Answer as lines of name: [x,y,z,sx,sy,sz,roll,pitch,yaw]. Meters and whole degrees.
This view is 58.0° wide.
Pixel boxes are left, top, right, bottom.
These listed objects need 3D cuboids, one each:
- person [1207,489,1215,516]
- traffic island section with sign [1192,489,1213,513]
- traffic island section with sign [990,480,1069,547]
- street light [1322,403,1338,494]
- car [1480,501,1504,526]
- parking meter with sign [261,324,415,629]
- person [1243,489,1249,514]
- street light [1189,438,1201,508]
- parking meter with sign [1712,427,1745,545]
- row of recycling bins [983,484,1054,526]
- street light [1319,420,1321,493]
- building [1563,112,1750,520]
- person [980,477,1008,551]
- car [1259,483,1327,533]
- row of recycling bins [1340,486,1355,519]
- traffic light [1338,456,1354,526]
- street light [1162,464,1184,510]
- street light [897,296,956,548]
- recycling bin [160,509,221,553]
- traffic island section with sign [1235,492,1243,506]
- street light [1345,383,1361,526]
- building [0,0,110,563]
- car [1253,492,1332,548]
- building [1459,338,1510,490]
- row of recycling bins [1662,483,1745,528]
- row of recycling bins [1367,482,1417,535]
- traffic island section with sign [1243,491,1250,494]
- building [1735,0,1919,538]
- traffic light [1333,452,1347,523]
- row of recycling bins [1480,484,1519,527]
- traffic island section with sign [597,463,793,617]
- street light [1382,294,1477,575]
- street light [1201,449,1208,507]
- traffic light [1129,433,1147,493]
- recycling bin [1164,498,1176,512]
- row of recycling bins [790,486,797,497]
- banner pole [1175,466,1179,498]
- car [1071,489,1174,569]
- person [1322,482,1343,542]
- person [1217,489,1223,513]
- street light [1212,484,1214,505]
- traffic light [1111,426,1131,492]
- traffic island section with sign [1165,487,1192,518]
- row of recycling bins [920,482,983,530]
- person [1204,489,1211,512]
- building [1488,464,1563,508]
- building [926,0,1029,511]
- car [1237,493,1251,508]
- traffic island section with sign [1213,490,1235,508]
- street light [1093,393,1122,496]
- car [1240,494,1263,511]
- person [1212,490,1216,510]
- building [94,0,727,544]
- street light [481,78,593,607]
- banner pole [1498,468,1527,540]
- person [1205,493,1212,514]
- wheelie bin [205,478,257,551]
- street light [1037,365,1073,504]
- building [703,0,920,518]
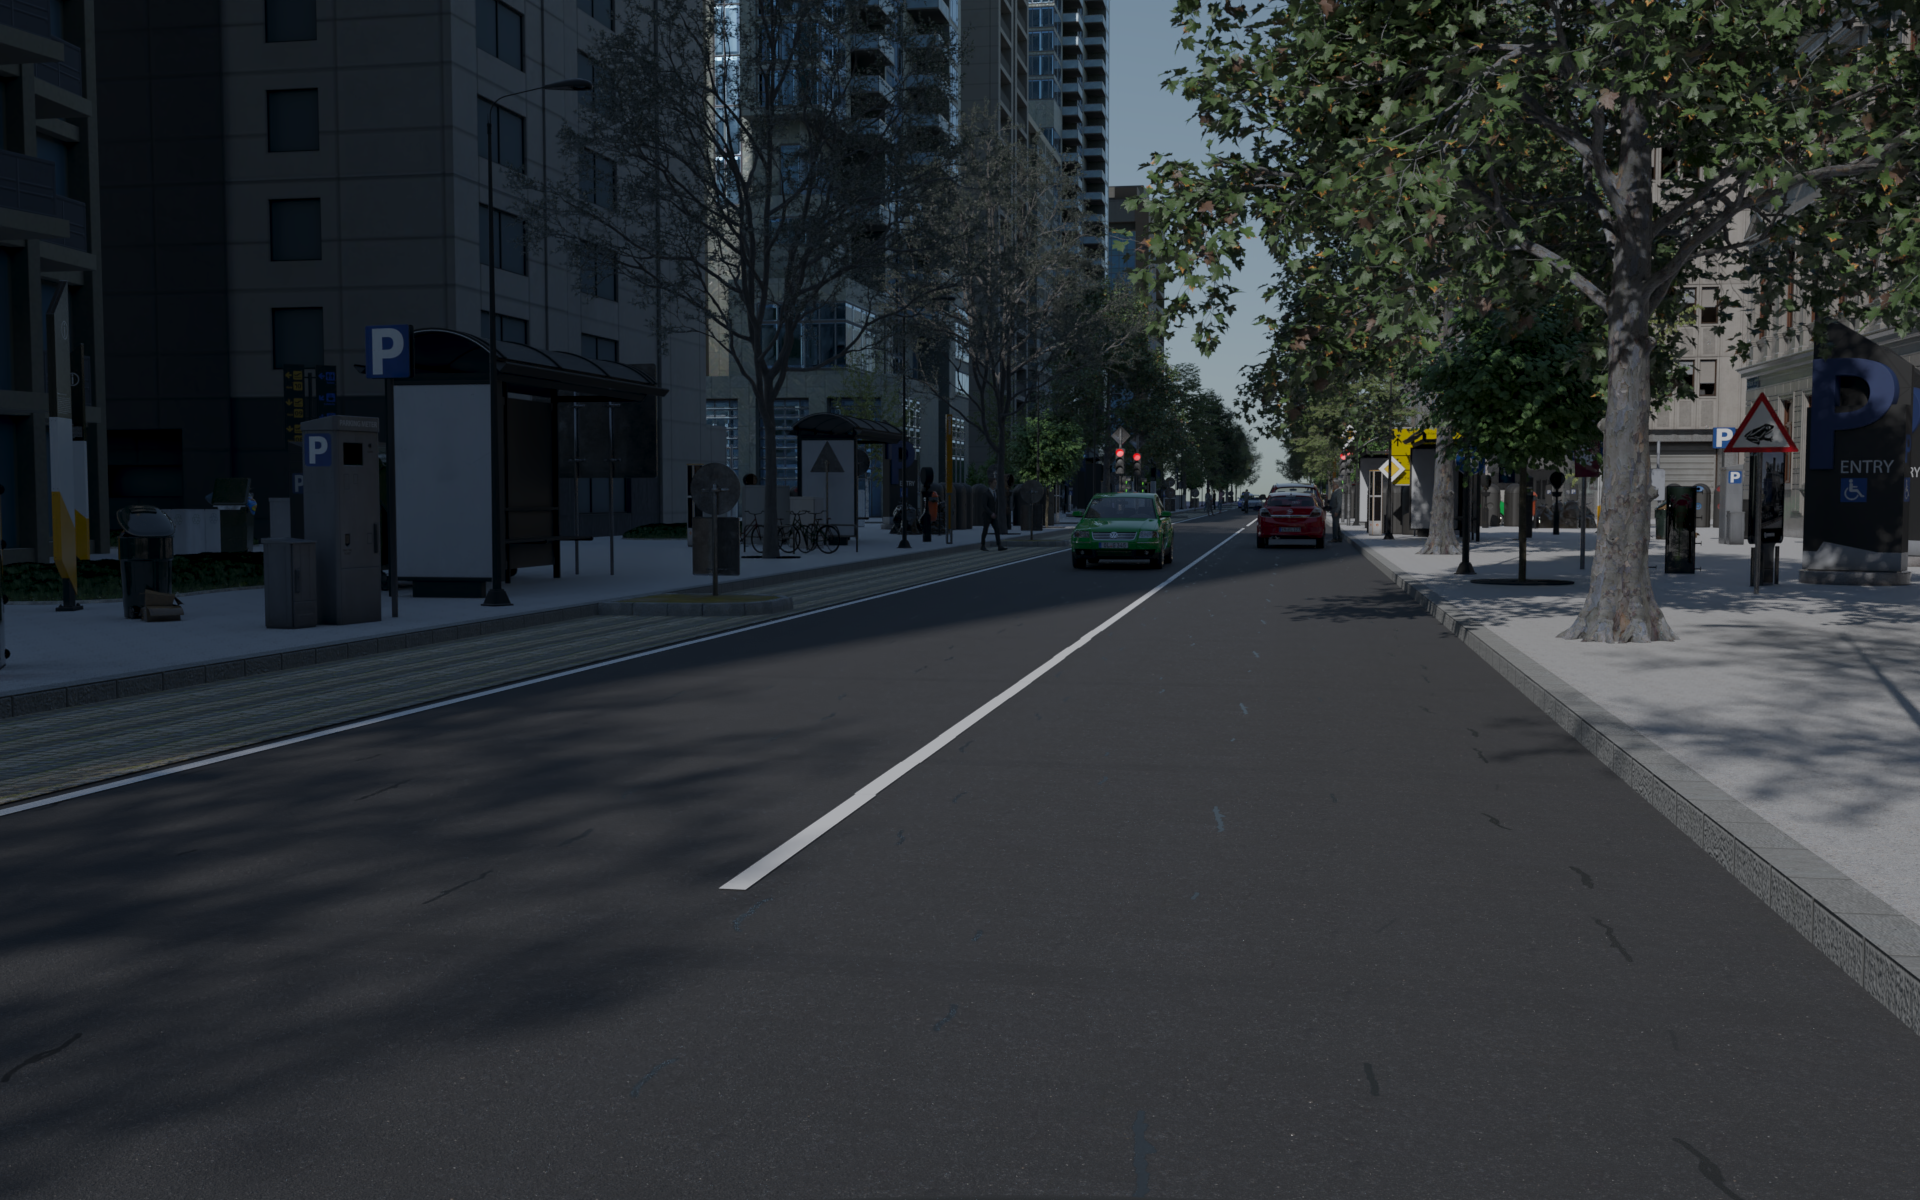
person: [16.494,-6.422,113.769,0.573,1.790,0.520,1,4,12]
traffic island section with sign: [17.526,-7.341,128.648,1.989,1.847,2.006,1,4,11]
traffic island section with sign: [1.965,-2.382,47.576,1.989,1.847,2.006,1,4,11]
street light: [15.477,-5.956,69.914,1.470,5.913,1.316,1,4,11]
car: [21.440,-4.002,74.234,4.718,1.807,1.959,1,4,9]
parking meter with sign: [-6.159,-1.278,17.163,0.543,3.016,1.738,1,4,20]
person: [21.092,-7.282,127.745,0.473,1.802,0.592,2,4,32]
street light: [18.934,-10.461,143.574,1.470,5.913,1.316,1,4,11]
parking meter with sign: [19.779,-2.948,44.453,0.543,3.016,1.738,1,4,10]
row of recycling bins: [2.099,-3.844,69.970,3.534,1.692,1.069,-1,4,-14]
street light: [18.985,-7.050,87.804,1.470,5.913,1.316,1,4,11]
building: [42.755,-16.609,89.579,19.932,24.808,12.078,1,4,11]
person: [0.832,-2.142,43.300,0.755,1.850,0.659,3,4,38]
car: [11.380,-3.084,59.101,2.281,1.827,5.304,1,4,9]
row of recycling bins: [20.912,-5.085,90.257,1.069,1.692,3.534,-2,4,-27]
traffic light: [15.705,-4.958,69.979,0.839,4.253,0.868,1,4,11]
street light: [14.894,-9.169,122.462,1.470,5.913,1.316,1,4,11]
street light: [-0.785,-4.171,40.736,1.470,5.913,1.316,1,4,11]
recycling bin: [-12.752,-0.984,28.635,0.722,1.027,0.722,1,4,22]
traffic island section with sign: [31.982,-11.943,203.897,1.989,1.847,2.006,1,4,11]
street light: [11.565,-4.663,48.777,1.470,5.913,1.316,1,4,11]
building: [-27.632,-22.586,23.909,22.147,44.769,28.867,1,4,11]
car: [9.065,-2.340,47.295,2.155,1.783,4.494,1,4,12]
building: [46.773,-18.017,136.382,13.314,21.916,24.055,1,4,11]
row of recycling bins: [28.620,-3.602,66.001,3.534,1.692,1.069,2,4,33]
row of recycling bins: [14.031,-2.966,55.605,1.069,1.692,3.534,-1,4,-10]
traffic island section with sign: [42.320,-15.241,257.824,1.989,1.847,2.006,1,4,11]
building: [28.620,-12.791,45.291,11.583,22.565,21.152,1,4,11]
traffic light: [17.210,-5.437,77.821,0.839,4.253,0.868,1,4,11]
row of recycling bins: [20.559,-3.757,68.545,3.534,1.692,1.069,1,4,18]
traffic island section with sign: [-3.123,-0.763,21.104,1.989,1.847,2.006,1,4,11]
street light: [7.561,-3.371,27.657,1.470,5.913,1.316,1,4,11]
street light: [21.179,-11.153,154.886,1.470,5.913,1.316,1,4,11]
traffic light: [8.160,-5.542,79.536,0.839,4.253,0.868,1,4,11]
recycling bin: [15.307,-6.985,126.762,0.722,1.027,0.722,3,5,41]
row of recycling bins: [-8.677,-4.892,87.093,3.534,1.692,1.069,-2,4,-26]
banner pole: [17.294,-9.075,138.392,0.401,3.779,0.863,-1,4,-15]
car: [3.293,-1.584,34.689,1.959,1.807,4.718,1,4,10]
person: [11.083,-2.614,51.417,0.590,1.801,0.661,0,4,-1]
person: [19.301,-7.344,128.591,0.388,1.821,0.555,-2,4,-24]
street light: [25.203,-12.460,176.262,1.470,5.913,1.316,1,4,11]
traffic light: [6.655,-5.063,71.693,0.839,4.253,0.868,1,4,11]
traffic island section with sign: [12.448,-5.721,102.173,1.989,1.847,2.006,1,4,11]
row of recycling bins: [-0.427,-3.367,62.156,1.069,1.692,3.534,1,4,22]
person: [18.942,-7.585,132.496,0.713,1.824,0.794,-1,4,-12]
building: [43.098,-19.509,112.478,14.314,27.812,24.014,1,4,11]
building: [-3.025,-42.976,140.902,20.563,71.187,20.611,1,4,11]
car: [28.930,-10.085,174.474,1.945,1.707,3.694,1,4,13]
traffic island section with sign: [26.866,-10.315,177.282,1.989,1.847,2.006,1,4,11]
street light: [6.741,-6.563,79.839,1.470,5.913,1.316,1,4,11]
car: [24.635,-8.199,146.061,2.014,1.417,4.499,1,4,10]
person: [23.519,-9.282,160.291,0.705,1.821,1.348,0,4,3]
building: [-20.515,-37.592,52.878,20.611,71.187,20.563,1,4,11]
street light: [-4.789,-2.879,19.616,1.470,5.913,1.316,1,4,11]
banner pole: [15.411,-3.564,48.284,0.863,3.779,0.401,3,4,36]
person: [18.109,-7.046,126.303,0.503,1.515,0.523,0,4,-6]
wheelie bin: [-13.958,-1.549,33.236,0.980,1.594,0.693,0,4,-8]
street light: [3.346,-5.485,62.226,1.470,5.913,1.316,1,4,11]
building: [-11.302,-48.623,107.661,22.319,86.520,31.000,1,4,11]
